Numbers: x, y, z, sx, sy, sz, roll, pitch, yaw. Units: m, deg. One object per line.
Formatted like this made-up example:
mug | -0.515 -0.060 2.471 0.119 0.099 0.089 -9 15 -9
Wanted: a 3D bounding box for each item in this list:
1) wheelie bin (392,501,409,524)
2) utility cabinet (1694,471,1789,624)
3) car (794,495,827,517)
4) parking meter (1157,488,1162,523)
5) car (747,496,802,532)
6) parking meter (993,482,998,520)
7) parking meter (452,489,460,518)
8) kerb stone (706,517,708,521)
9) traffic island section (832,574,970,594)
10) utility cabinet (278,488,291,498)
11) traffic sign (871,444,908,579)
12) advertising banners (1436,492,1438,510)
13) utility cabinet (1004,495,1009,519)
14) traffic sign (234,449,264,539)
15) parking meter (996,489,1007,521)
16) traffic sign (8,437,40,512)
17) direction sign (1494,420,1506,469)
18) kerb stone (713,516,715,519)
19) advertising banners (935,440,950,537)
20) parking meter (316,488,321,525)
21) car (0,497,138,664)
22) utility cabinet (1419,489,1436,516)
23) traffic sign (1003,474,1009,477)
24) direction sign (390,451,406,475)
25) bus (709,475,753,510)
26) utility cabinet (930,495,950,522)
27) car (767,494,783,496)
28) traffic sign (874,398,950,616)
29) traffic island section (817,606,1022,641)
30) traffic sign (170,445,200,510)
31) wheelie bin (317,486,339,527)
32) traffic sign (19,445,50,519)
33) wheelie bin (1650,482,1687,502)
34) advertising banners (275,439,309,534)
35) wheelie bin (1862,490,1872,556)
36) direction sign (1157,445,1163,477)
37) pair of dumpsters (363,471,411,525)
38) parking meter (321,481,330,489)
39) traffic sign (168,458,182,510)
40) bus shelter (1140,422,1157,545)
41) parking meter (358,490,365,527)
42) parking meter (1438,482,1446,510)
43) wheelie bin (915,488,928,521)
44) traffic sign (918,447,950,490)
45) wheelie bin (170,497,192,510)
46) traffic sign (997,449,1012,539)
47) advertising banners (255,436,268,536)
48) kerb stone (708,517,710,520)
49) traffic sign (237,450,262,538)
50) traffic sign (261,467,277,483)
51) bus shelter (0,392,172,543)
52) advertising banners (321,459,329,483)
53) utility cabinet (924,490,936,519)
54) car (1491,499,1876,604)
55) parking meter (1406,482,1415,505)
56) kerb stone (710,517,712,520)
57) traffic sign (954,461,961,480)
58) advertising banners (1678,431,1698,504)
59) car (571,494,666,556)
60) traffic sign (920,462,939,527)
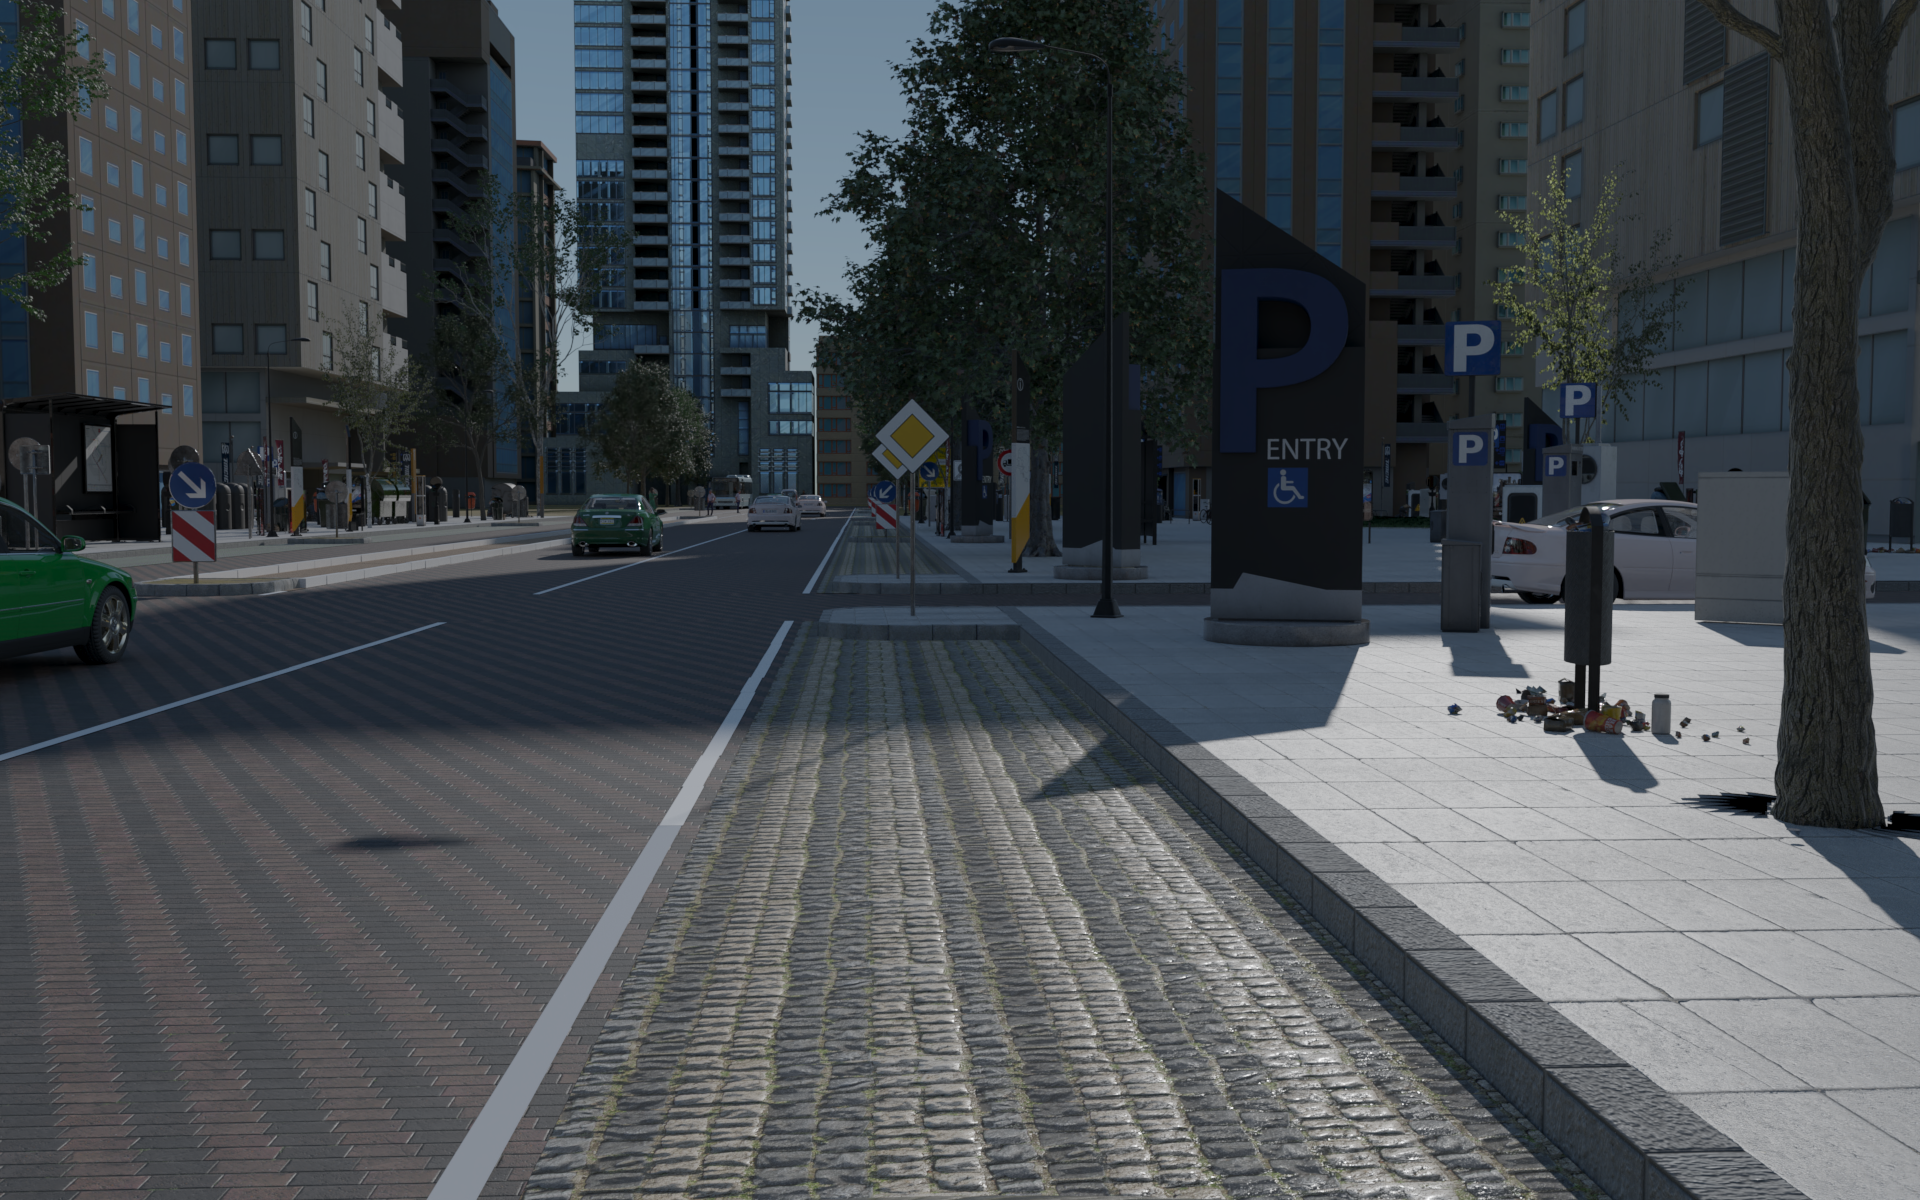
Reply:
wheelie bin | -24.455 -4.137 75.553 0.980 1.594 0.693 3 5 39
utility cabinet | 7.892 -0.510 17.018 1.173 1.500 0.318 3 5 40
car | -9.320 -5.837 107.802 2.083 1.381 4.827 0 4 -3
parking meter | 8.686 -4.130 75.942 0.372 1.533 0.369 0 3 0
car | -7.184 -3.351 67.143 2.083 1.381 4.827 0 4 -2
parking meter | 1.702 -4.913 86.030 0.255 1.863 0.399 1 4 20
parking meter | -27.416 -5.248 94.215 0.372 1.533 0.369 0 3 0
kerb stone | -13.653 -4.284 92.251 0.120 0.150 1.000 0 4 -3
traffic island section | -0.920 -0.242 26.245 2.009 0.180 2.903 0 4 -3
utility cabinet | -35.716 -5.060 91.416 1.173 1.500 0.318 -2 4 -32
traffic sign | -0.943 -1.378 26.167 0.795 2.450 0.064 0 4 -3
advertising banners | 27.766 -6.548 103.246 2.074 3.025 0.090 -1 4 -20
utility cabinet | 2.755 -4.676 87.609 1.020 1.237 0.306 -1 4 -11
traffic sign | -20.329 -3.028 49.508 0.884 2.594 0.081 0 4 4
parking meter | 1.865 -4.488 81.785 0.372 1.533 0.369 0 3 0
traffic sign | -20.935 -2.368 38.821 0.768 2.556 0.104 0 4 -2
direction sign | 16.254 -3.737 53.091 0.876 3.537 0.379 1 4 19
kerb stone | -13.874 -4.535 96.340 0.120 0.150 1.000 0 4 -3
advertising banners | -0.526 -3.420 52.112 0.090 3.025 2.074 -1 4 -11
parking meter | -26.514 -3.884 71.920 0.372 1.533 0.369 0 3 0
car | -7.954 -0.269 13.196 1.959 1.807 4.718 0 4 -2
utility cabinet | 18.926 -3.760 70.152 0.318 1.500 1.173 0 4 -2
traffic sign | 1.537 -3.172 51.965 0.768 2.556 0.104 0 4 2
direction sign | -29.514 -6.059 91.059 0.876 3.537 0.379 0 4 -1
bus | -21.485 -10.303 163.308 2.948 3.499 13.247 0 4 -1
utility cabinet | -0.910 -4.254 80.716 1.020 1.237 0.306 1 4 11
car | -14.871 -7.800 139.332 2.131 1.459 4.920 0 4 -3
traffic sign | -0.500 -0.890 18.194 0.795 2.450 0.064 0 4 -3
traffic island section | -0.477 0.245 18.273 2.009 0.180 2.903 0 4 -3
traffic sign | -20.215 -2.757 45.180 0.768 2.556 0.104 0 4 0
wheelie bin | -24.389 -3.606 66.865 0.693 1.594 0.980 0 4 6
traffic sign | -19.356 -2.087 36.257 0.606 2.300 0.079 0 4 -2
wheelie bin | 18.519 -2.292 45.375 0.980 1.594 0.693 -2 4 -29
advertising banners | -21.762 -3.683 56.407 0.090 3.025 2.074 0 4 6
wheelie bin | 18.005 -1.656 34.983 0.693 1.594 0.980 2 4 26
direction sign | 9.080 -5.422 80.641 0.379 3.537 0.876 -3 5 -41
pair of dumpsters | -24.335 -4.287 72.590 1.574 2.255 4.437 0 4 -3
parking meter | -28.546 -4.417 77.928 0.399 1.863 0.255 -2 4 -28
traffic sign | -23.793 -3.225 52.828 0.768 2.556 0.104 0 4 6
bus shelter | 4.044 -3.175 45.831 2.014 3.302 5.546 0 4 -3
parking meter | -23.608 -3.654 68.150 0.372 1.533 0.369 0 3 0
parking meter | 24.243 -4.977 87.087 0.255 1.863 0.399 -1 4 -18
wheelie bin | -1.993 -4.617 83.393 0.693 1.594 0.980 -3 4 -38
traffic sign | -0.652 -4.913 74.199 2.265 3.308 0.079 0 4 1
wheelie bin | -26.310 -3.113 58.810 0.693 1.594 0.980 2 4 23
traffic sign | 1.431 -2.999 49.139 0.768 2.556 0.104 0 3 0
advertising banners | -21.404 -3.479 53.076 0.090 3.025 2.074 -2 4 -31
kerb stone | -13.709 -4.347 93.275 0.120 0.150 1.000 0 4 -3
traffic sign | -20.663 -3.074 50.373 0.768 2.556 0.104 0 4 5
traffic sign | -26.389 -3.917 66.169 0.606 2.300 0.079 0 4 6
bus shelter | -21.682 -3.172 43.152 1.731 3.624 6.357 0 4 -3
advertising banners | -31.397 -5.557 87.050 0.090 3.025 2.074 1 4 18
utility cabinet | -1.666 -4.743 86.221 1.173 1.500 0.318 -3 5 -42
car | 8.860 -0.566 21.610 4.827 1.381 2.083 0 4 -2
parking meter | 25.944 -5.770 100.053 0.399 1.863 0.255 2 4 33
kerb stone | -13.765 -4.410 94.299 0.120 0.150 1.000 0 4 -3
traffic sign | 0.108 -3.108 52.943 0.606 2.300 0.079 0 4 -2
advertising banners | 19.971 -3.130 47.370 0.090 3.025 2.074 0 4 4
car | -8.198 -1.822 41.595 2.131 1.459 4.920 0 4 -5
traffic sign | -1.202 -4.156 68.057 0.768 2.556 0.104 0 4 2
